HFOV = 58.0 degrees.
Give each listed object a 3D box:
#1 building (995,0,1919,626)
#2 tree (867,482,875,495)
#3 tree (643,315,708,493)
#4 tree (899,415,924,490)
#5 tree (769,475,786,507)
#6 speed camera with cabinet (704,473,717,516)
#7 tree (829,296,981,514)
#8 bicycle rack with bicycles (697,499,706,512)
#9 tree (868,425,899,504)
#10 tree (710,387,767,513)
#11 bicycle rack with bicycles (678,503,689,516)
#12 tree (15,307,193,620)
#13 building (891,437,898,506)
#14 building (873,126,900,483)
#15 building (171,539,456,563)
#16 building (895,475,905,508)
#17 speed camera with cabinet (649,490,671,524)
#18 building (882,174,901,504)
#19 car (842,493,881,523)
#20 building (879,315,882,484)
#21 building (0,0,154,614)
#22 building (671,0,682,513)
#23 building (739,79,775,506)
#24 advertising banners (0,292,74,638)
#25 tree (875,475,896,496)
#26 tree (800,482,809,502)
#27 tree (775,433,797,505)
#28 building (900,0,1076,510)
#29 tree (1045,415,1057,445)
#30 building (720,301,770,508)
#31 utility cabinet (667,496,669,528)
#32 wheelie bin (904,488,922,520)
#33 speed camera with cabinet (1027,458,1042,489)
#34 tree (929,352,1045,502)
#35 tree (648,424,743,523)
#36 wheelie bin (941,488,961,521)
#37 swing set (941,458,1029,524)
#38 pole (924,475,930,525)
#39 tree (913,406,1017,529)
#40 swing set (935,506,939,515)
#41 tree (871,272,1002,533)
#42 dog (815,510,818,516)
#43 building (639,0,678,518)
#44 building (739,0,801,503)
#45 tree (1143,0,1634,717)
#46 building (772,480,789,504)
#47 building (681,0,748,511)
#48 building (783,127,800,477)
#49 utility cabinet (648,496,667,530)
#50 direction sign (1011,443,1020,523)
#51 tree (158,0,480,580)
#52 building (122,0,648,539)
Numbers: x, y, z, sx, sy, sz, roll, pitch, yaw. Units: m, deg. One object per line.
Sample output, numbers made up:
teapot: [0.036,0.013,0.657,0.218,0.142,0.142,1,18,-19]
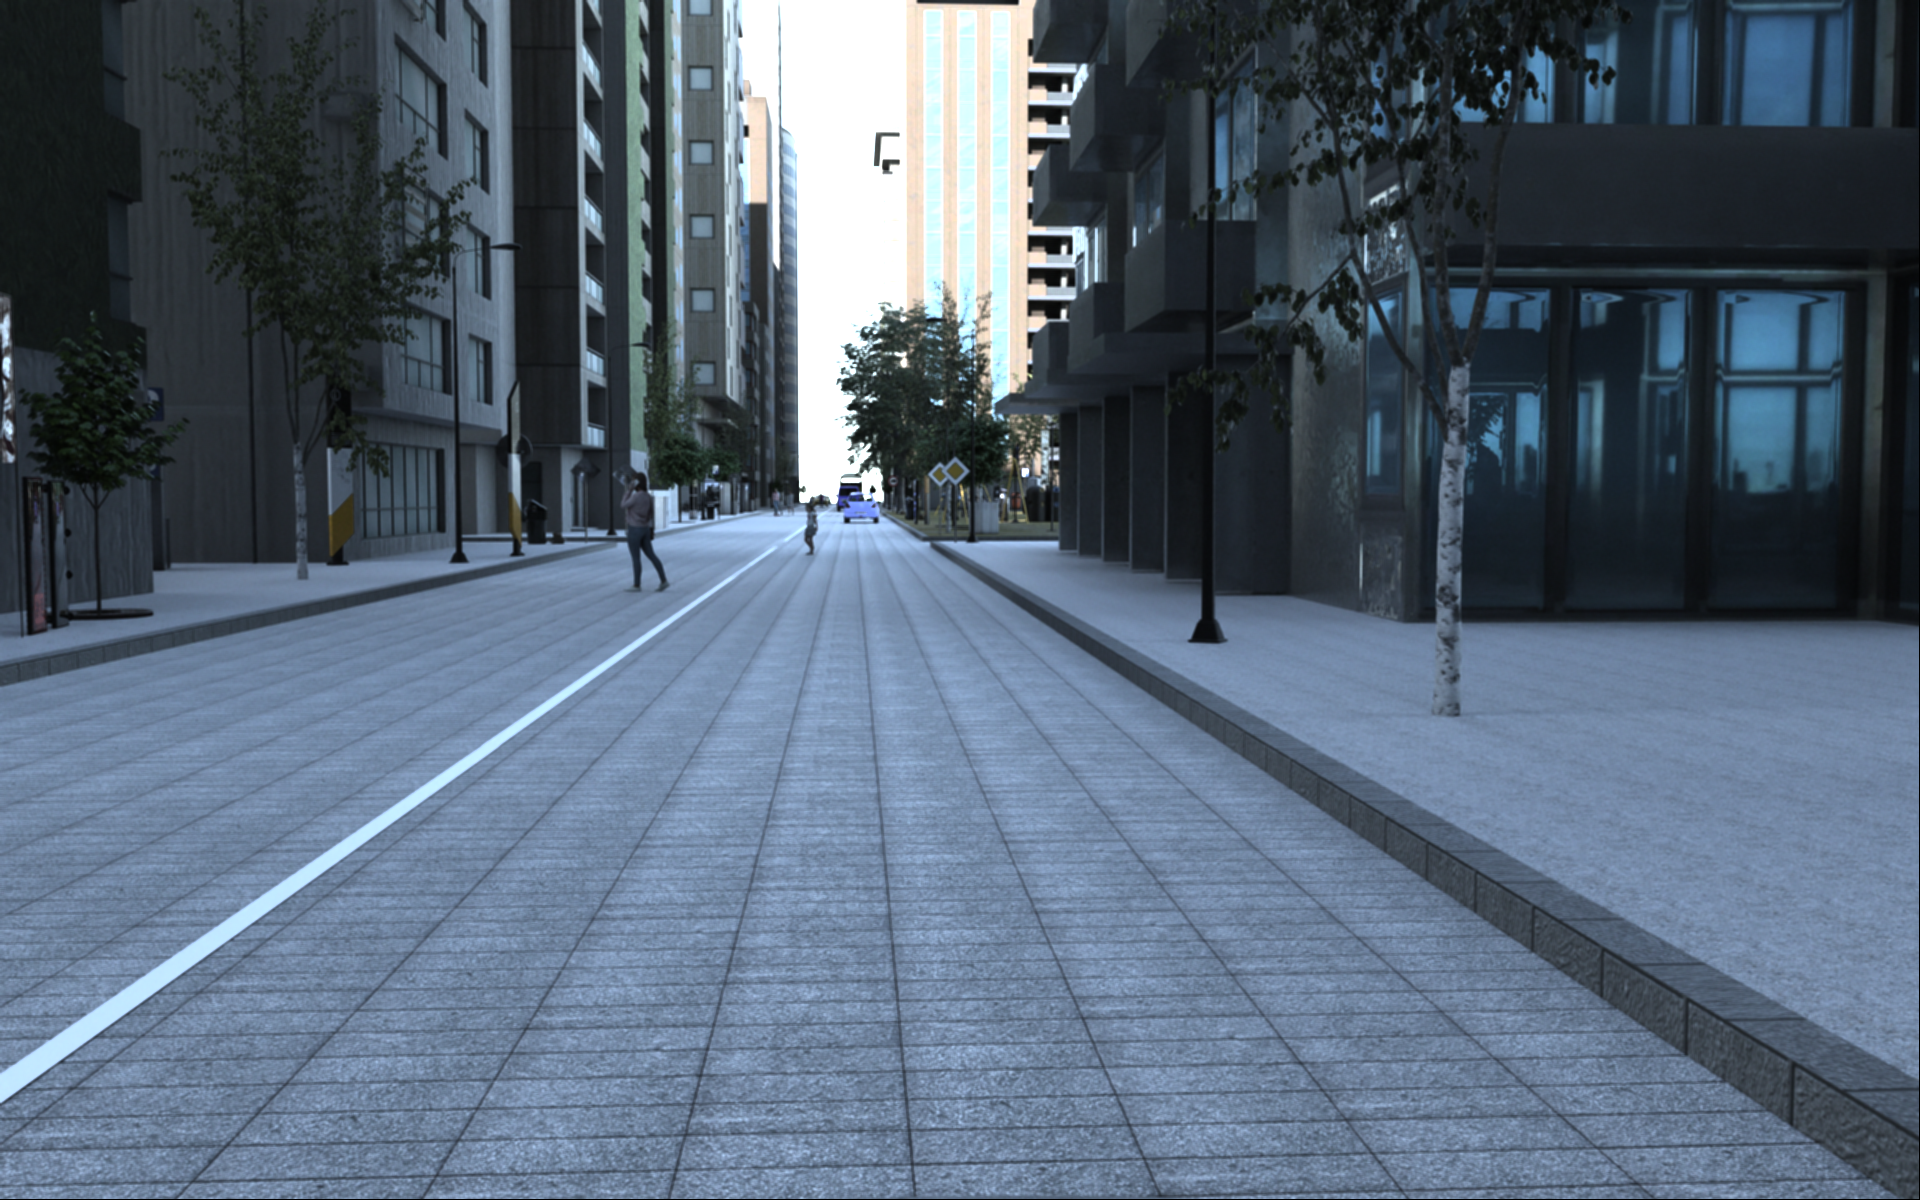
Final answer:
building: [13.139,-25.051,29.189,23.786,49.044,30.456,0,4,-4]
tree: [-13.812,-17.115,274.437,1.663,3.219,1.824,0,3,0]
tree: [-12.453,-7.323,70.088,4.737,8.622,4.395,0,3,0]
tree: [-1.173,-10.534,122.593,4.737,8.622,4.395,0,3,0]
tree: [-18.592,-11.179,177.370,1.663,3.219,1.824,0,3,0]
speed camera with cabinet: [-14.453,-6.489,100.438,0.660,3.252,2.038,-1,4,-12]
tree: [-3.730,-12.578,112.298,9.857,13.997,8.962,0,3,0]
bicycle rack with bicycles: [-18.969,-6.606,121.397,2.852,0.926,2.925,3,5,43]
tree: [-3.566,-10.944,129.302,4.737,8.622,4.395,0,3,0]
tree: [-15.297,-10.330,119.264,4.360,8.622,3.978,0,3,0]
bicycle rack with bicycles: [-18.072,-5.434,102.231,2.852,0.926,2.925,-2,4,-35]
tree: [-8.909,-1.439,18.122,1.663,3.219,1.824,0,3,0]
building: [3.983,-53.489,187.215,22.319,86.520,31.000,0,4,-4]
building: [2.214,-40.131,245.385,28.713,52.752,27.495,0,4,-4]
building: [-18.011,-21.646,37.504,14.086,41.232,14.154,0,4,-4]
building: [10.218,-28.724,161.517,32.217,40.220,23.993,0,4,-4]
speed camera with cabinet: [-13.367,-4.875,74.041,0.660,3.252,2.038,3,5,43]
building: [-3.021,-33.048,223.932,14.154,41.232,14.086,0,4,-4]
car: [-4.897,-4.686,86.211,1.945,1.707,3.694,0,4,-2]
building: [-1.649,-37.856,273.572,22.147,44.769,28.867,0,4,-4]
building: [-17.076,-14.840,14.344,14.160,30.474,14.107,0,4,-4]
building: [-25.315,-28.151,110.386,14.600,45.320,14.200,0,4,-4]
building: [-27.786,-33.080,190.963,14.600,45.320,14.200,0,4,-4]
advertising banners: [-8.506,-1.205,15.898,0.090,3.025,2.074,-1,4,-13]
tree: [-6.642,-10.012,158.291,1.663,3.219,1.824,0,3,0]
tree: [-23.880,-16.575,265.608,1.663,3.219,1.824,0,3,0]
tree: [-20.943,-15.520,204.111,4.360,8.622,3.978,0,3,0]
building: [2.236,-30.071,141.768,14.600,45.320,14.200,0,4,-4]
tree: [3.856,-9.150,99.969,4.737,8.622,4.395,0,3,0]
building: [-33.142,-19.816,169.037,27.650,21.520,28.899,0,4,-4]
utility cabinet: [-11.217,-3.321,65.461,0.306,1.237,1.020,0,4,-2]
wheelie bin: [-2.367,-4.851,87.221,0.980,1.594,0.693,2,4,34]
speed camera with cabinet: [4.714,-6.193,95.588,2.038,3.252,0.660,3,4,36]
tree: [1.257,-8.465,88.762,4.737,8.622,4.395,0,3,0]
tree: [-12.724,-5.771,78.068,4.285,4.588,4.351,0,3,0]
wheelie bin: [-0.443,-4.660,84.101,0.980,1.594,0.693,0,4,-6]
swing set: [1.205,-4.745,75.199,3.119,2.851,2.862,-1,4,-22]
pole: [-1.388,-4.830,72.815,0.158,3.312,0.155,0,3,0]
tree: [-0.180,-5.180,68.404,4.285,4.588,4.351,0,3,0]
swing set: [0.389,-6.532,104.421,2.862,2.851,3.119,-2,4,-24]
tree: [-0.528,-6.551,57.475,4.360,8.622,3.978,0,3,0]
dog: [-9.595,-5.758,114.337,0.550,0.427,0.748,0,4,5]
building: [-22.368,-19.399,88.867,14.160,30.474,14.107,0,4,-4]
building: [-33.200,-49.354,245.193,20.563,71.187,20.611,0,4,-4]
tree: [2.775,-3.650,10.033,4.360,8.622,3.978,0,3,0]
building: [-38.520,-32.484,222.987,32.217,40.220,23.993,0,4,-4]
building: [-31.553,-33.685,139.984,28.713,52.752,27.495,0,4,-4]
building: [-36.031,-44.515,269.816,21.231,58.520,28.212,0,4,-4]
utility cabinet: [-10.940,-3.123,62.223,0.306,1.237,1.020,1,4,10]
direction sign: [2.499,-5.249,77.818,0.379,3.537,0.876,-1,4,-16]
tree: [-9.659,-4.610,25.735,4.737,8.622,4.395,0,3,0]
building: [-18.758,-22.968,59.120,14.154,41.232,14.086,0,4,-4]
